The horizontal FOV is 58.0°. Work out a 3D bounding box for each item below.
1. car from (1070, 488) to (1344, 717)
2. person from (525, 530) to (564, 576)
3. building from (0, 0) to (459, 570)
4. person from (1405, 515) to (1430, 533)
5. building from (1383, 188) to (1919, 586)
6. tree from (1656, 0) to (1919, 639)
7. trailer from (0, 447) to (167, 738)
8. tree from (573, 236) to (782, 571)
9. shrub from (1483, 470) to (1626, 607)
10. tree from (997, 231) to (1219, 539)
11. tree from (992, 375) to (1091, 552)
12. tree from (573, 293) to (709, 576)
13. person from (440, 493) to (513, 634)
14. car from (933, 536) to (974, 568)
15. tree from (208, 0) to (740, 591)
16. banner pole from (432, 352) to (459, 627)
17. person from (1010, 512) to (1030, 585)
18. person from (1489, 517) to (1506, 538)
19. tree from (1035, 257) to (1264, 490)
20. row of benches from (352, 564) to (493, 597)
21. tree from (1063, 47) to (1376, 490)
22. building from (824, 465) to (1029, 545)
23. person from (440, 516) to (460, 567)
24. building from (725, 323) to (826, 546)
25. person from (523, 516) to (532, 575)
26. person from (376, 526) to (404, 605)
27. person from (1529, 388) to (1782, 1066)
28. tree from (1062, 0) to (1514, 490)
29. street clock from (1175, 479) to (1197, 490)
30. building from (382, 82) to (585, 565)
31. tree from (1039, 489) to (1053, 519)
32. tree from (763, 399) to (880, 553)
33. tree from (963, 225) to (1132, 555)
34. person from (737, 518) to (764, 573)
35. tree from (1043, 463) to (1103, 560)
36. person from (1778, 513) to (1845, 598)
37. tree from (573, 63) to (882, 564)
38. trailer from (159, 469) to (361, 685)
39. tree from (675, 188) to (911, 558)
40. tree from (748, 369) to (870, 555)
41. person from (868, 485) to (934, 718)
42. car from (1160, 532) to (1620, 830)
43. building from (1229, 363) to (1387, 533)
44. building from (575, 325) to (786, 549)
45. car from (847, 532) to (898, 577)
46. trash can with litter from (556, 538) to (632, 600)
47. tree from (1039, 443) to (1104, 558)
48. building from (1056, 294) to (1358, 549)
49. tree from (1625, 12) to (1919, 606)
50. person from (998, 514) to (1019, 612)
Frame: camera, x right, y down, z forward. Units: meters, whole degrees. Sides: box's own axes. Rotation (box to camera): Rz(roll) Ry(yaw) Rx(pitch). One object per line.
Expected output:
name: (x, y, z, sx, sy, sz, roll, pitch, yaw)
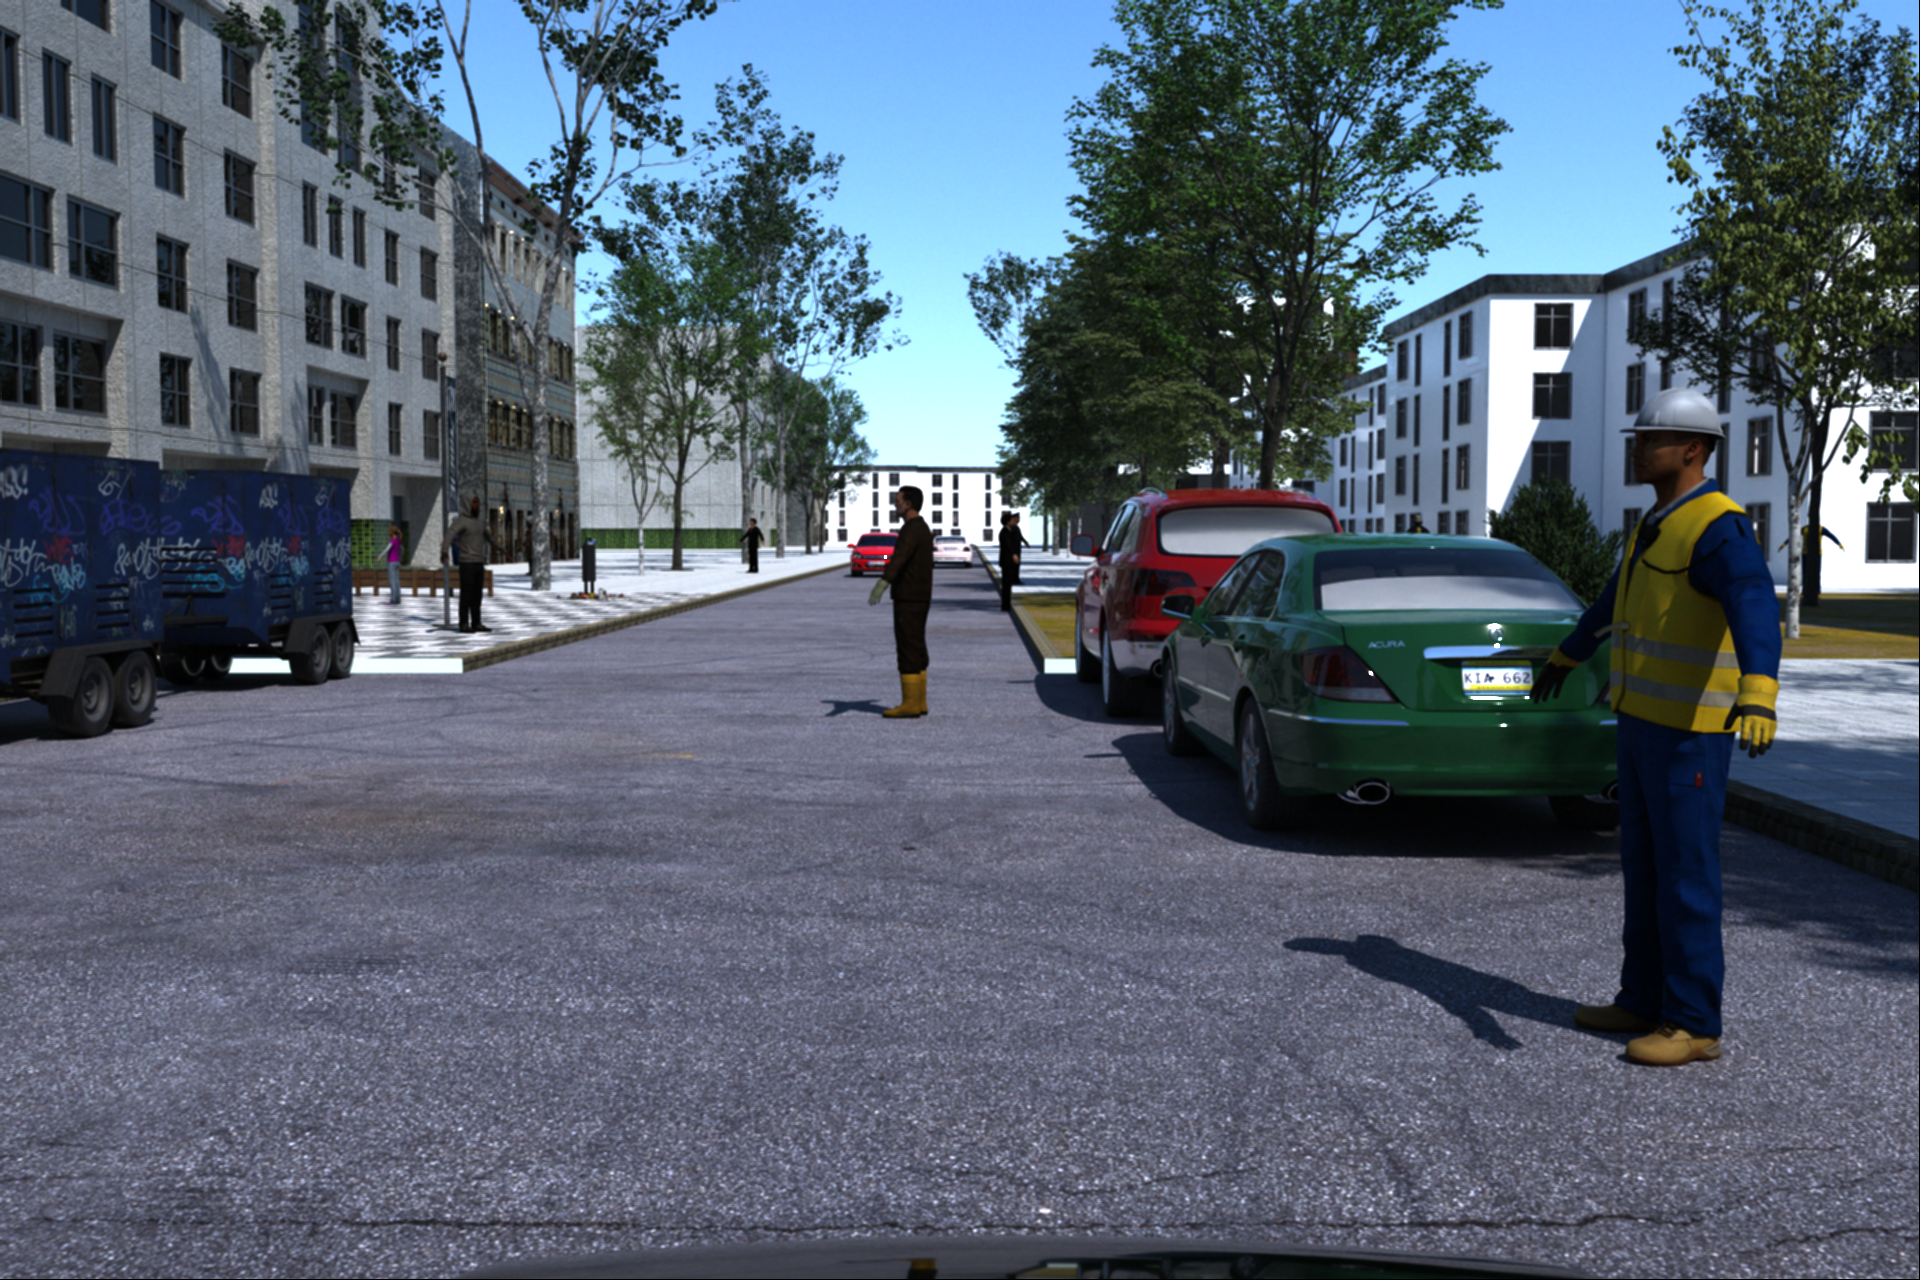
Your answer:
car: (2.142, -0.395, 15.130, 2.281, 1.827, 5.304, 0, 3, 0)
person: (-12.593, -2.824, 52.317, 0.704, 1.843, 1.345, 3, 5, 43)
building: (-27.555, -11.170, 49.094, 16.747, 18.905, 31.486, 0, 4, 1)
person: (14.173, -2.929, 53.672, 1.354, 1.856, 0.705, 0, 4, 7)
building: (21.556, -6.975, 56.187, 9.099, 9.664, 28.070, 0, 4, 0)
tree: (10.235, -4.308, 20.805, 4.737, 8.622, 4.395, 0, 3, 0)
trailer: (-6.793, -0.288, 11.758, 1.471, 1.999, 3.904, 0, 4, 1)
tree: (-9.778, -8.233, 60.369, 9.928, 11.665, 9.643, 0, 3, 0)
shrub: (6.880, -0.969, 20.256, 1.690, 2.028, 1.600, 0, 3, 0)
tree: (6.048, -10.052, 71.005, 9.857, 13.997, 8.962, 0, 3, 0)
tree: (6.076, -12.564, 123.552, 7.486, 12.596, 7.792, 0, 3, 0)
tree: (-9.841, -6.294, 53.267, 4.360, 8.622, 3.978, 0, 3, 0)
person: (-6.320, -1.000, 22.484, 0.705, 1.813, 1.348, 2, 4, 24)
car: (-0.422, -3.744, 73.575, 2.083, 1.381, 4.827, 0, 4, -1)
tree: (-10.493, -11.258, 39.959, 12.611, 20.169, 13.585, 0, 3, 0)
banner pole: (-7.128, -2.090, 24.191, 0.401, 3.779, 0.863, 0, 4, 0)
person: (1.434, -2.330, 44.029, 0.705, 1.837, 1.347, 2, 4, 24)
person: (14.308, -2.355, 45.302, 1.217, 1.733, 0.721, 2, 4, 32)
tree: (5.978, -7.318, 54.054, 7.601, 10.594, 8.767, -1, 4, -10)
row of benches: (-11.395, -1.239, 35.722, 4.104, 0.672, 1.422, 1, 4, 21)
tree: (5.804, -7.533, 41.292, 7.486, 12.596, 7.792, 0, 3, 0)
building: (-5.531, -16.374, 212.311, 28.070, 9.664, 9.099, 0, 4, -5)
person: (-15.758, -2.952, 54.127, 1.347, 1.847, 0.705, 3, 4, 38)
building: (-24.618, -21.912, 189.188, 19.493, 23.208, 18.063, 0, 4, -1)
person: (-13.388, -2.949, 53.978, 0.705, 1.858, 1.354, -2, 4, -23)
person: (-10.369, -1.362, 31.541, 0.599, 1.433, 0.991, 0, 4, 7)
person: (1.949, 0.221, 4.817, 0.705, 1.833, 1.349, 0, 4, -3)
tree: (5.316, -6.315, 29.009, 9.928, 11.665, 9.643, 0, 3, 0)
street clock: (2.946, -1.105, 22.639, 0.358, 2.002, 0.471, 0, 4, -1)
building: (-28.644, -15.165, 78.879, 19.493, 23.208, 18.063, 0, 4, -1)
tree: (12.217, -16.063, 212.997, 4.360, 8.622, 3.978, 0, 3, 0)
tree: (-9.511, -11.178, 117.181, 8.767, 10.594, 7.601, 0, 4, 3)
tree: (6.854, -15.077, 102.400, 12.611, 20.169, 13.585, 0, 3, 0)
person: (-6.852, -3.118, 57.172, 1.347, 1.806, 0.705, 3, 5, 44)
tree: (5.824, -8.219, 84.743, 4.360, 8.622, 3.978, 0, 3, 0)
person: (16.988, -1.719, 34.562, 1.216, 1.772, 0.721, 3, 4, 36)
tree: (-9.730, -13.249, 72.505, 12.611, 20.169, 13.585, 0, 3, 0)
trailer: (-6.792, -0.550, 16.043, 1.471, 1.999, 3.904, 0, 4, 0)
tree: (-9.056, -14.517, 93.237, 12.611, 20.169, 13.585, 0, 3, 0)
tree: (-9.417, -11.164, 108.290, 9.928, 11.665, 9.643, 0, 3, 0)
person: (-0.416, -0.305, 13.588, 0.704, 1.812, 1.346, 1, 4, 14)
car: (2.281, 0.121, 9.823, 2.131, 1.459, 4.920, 0, 4, -1)
building: (21.759, -9.522, 97.828, 9.099, 9.664, 28.070, 0, 3, 0)
building: (-26.314, -18.120, 162.722, 16.747, 18.905, 31.486, 0, 3, 0)
car: (-2.726, -3.049, 58.899, 2.155, 1.783, 4.494, 0, 4, 0)
trash can with litter: (-7.237, -1.447, 34.723, 1.678, 1.210, 2.233, 0, 4, 2)
tree: (6.006, -8.681, 92.299, 4.737, 8.622, 4.395, 0, 3, 0)
building: (22.850, -19.569, 163.924, 27.936, 21.610, 32.646, 0, 4, 0)
tree: (15.480, -5.882, 30.577, 7.601, 10.594, 8.767, -1, 4, -13)
person: (0.903, -1.432, 32.064, 0.705, 1.806, 1.347, 0, 4, -5)
